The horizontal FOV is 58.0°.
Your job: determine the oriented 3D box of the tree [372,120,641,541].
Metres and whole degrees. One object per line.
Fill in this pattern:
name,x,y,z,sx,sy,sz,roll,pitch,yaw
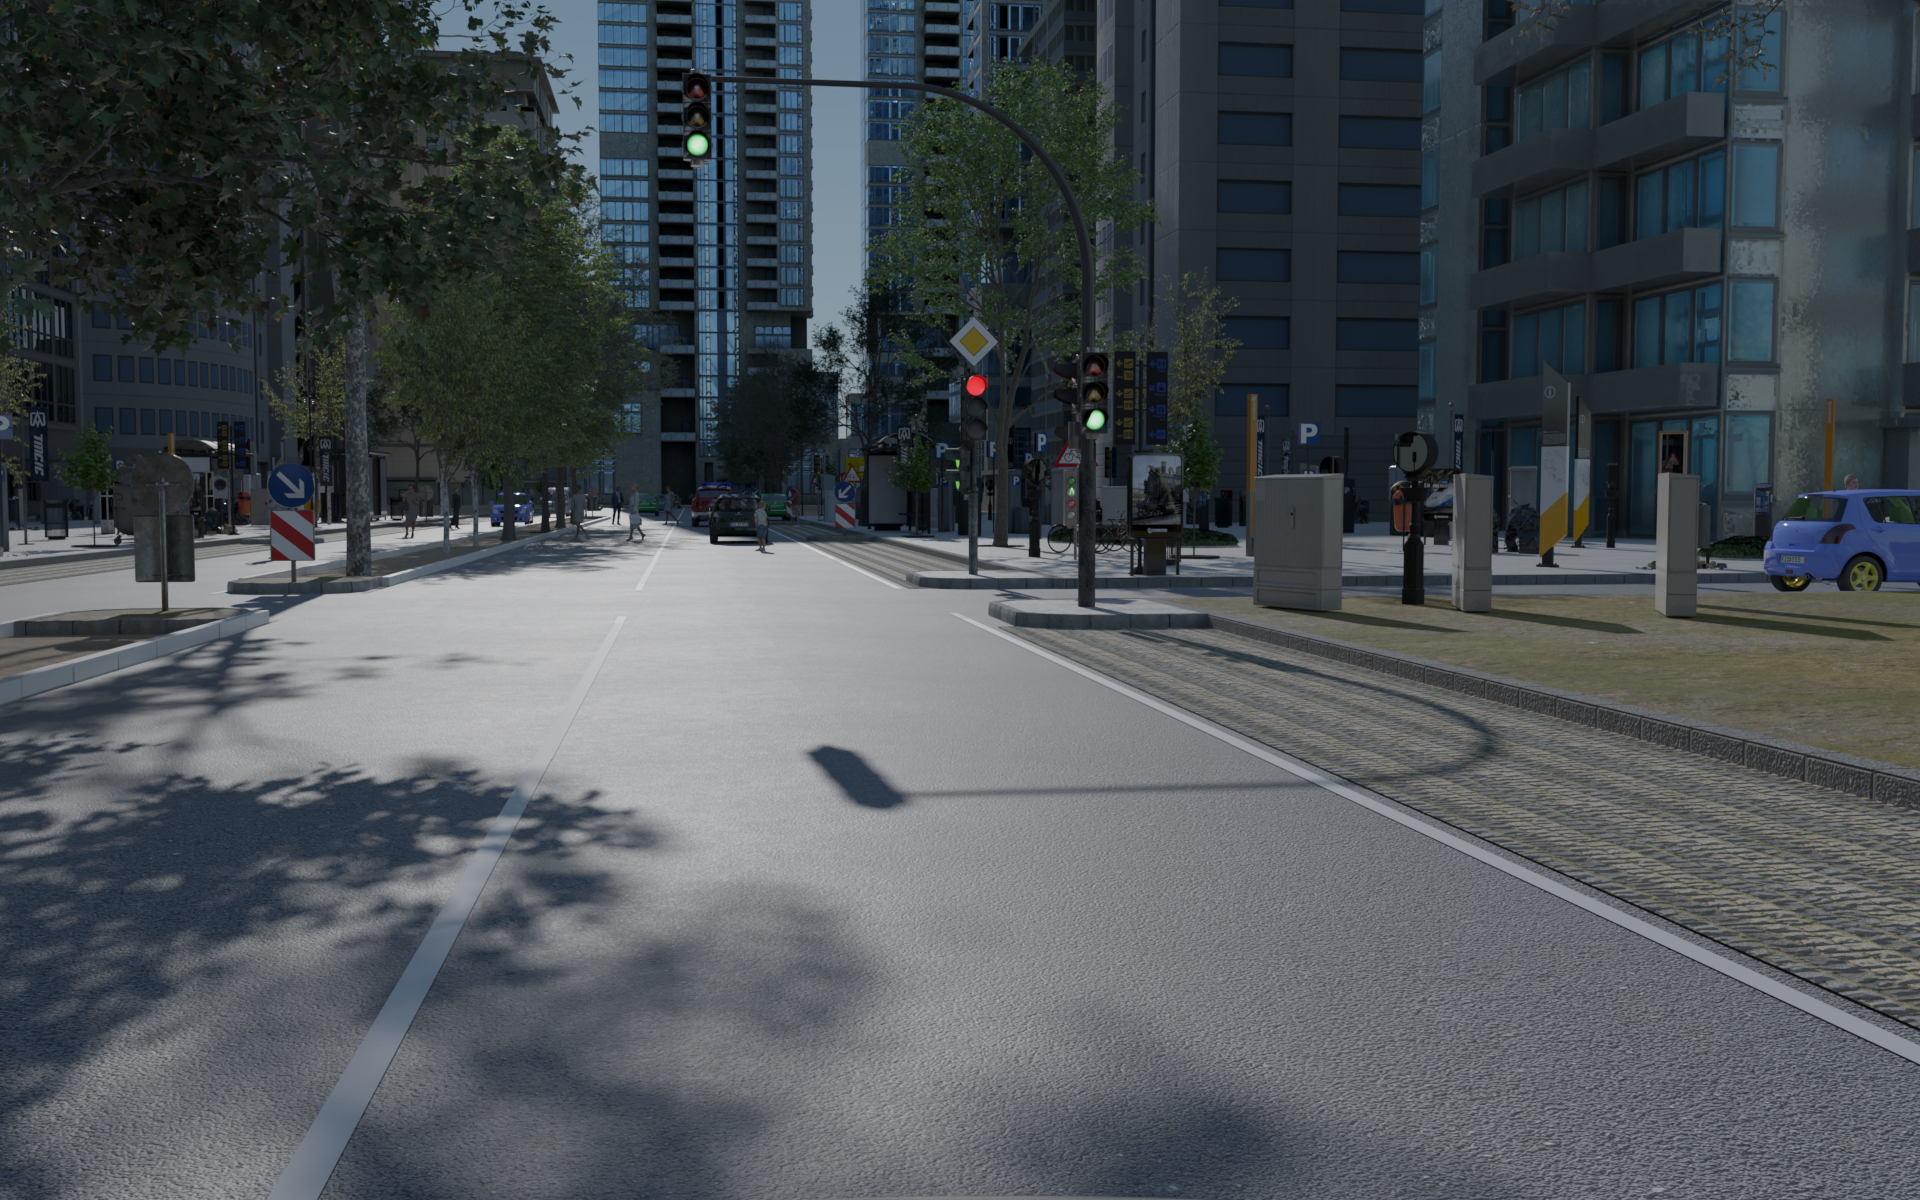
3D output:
tree,-13.958,-8.097,52.966,7.486,12.596,7.792,0,3,0

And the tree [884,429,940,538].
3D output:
tree,-1.176,-3.472,51.375,1.663,3.219,1.824,0,3,0

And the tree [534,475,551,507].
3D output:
tree,-42.076,-11.015,174.697,1.663,3.219,1.824,0,3,0

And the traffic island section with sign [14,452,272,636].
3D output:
traffic island section with sign,-8.664,-0.630,18.441,2.006,1.907,1.989,-1,4,-9

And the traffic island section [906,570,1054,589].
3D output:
traffic island section,0.234,-0.328,27.648,2.009,0.180,2.903,-1,4,-9

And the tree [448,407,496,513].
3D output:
tree,-33.475,-10.324,119.159,4.360,8.622,3.978,0,3,0

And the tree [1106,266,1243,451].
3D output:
tree,6.997,-6.445,55.736,4.360,8.622,3.978,0,3,0

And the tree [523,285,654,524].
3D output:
tree,-18.502,-9.472,83.087,9.928,11.665,9.643,0,3,0

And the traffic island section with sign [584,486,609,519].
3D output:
traffic island section with sign,-21.272,-5.620,100.022,2.006,1.907,1.989,-1,4,-9

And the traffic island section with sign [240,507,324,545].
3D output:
traffic island section with sign,-19.475,-2.525,49.915,1.989,1.847,2.006,-1,4,-9

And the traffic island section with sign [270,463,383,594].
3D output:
traffic island section with sign,-9.786,-1.078,25.763,2.006,1.907,1.989,-1,4,-9

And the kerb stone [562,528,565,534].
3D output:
kerb stone,-14.288,-2.413,61.751,0.120,0.150,1.000,-1,4,-9

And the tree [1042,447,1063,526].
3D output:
tree,4.155,-4.642,70.493,1.663,3.219,1.824,0,3,0

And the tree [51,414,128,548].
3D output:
tree,-20.902,-2.897,41.968,1.663,3.219,1.824,0,3,0

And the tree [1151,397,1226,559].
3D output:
tree,4.733,-2.454,34.727,1.663,3.219,1.824,0,3,0

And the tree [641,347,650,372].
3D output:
tree,-17.039,-9.335,73.218,7.486,12.596,7.792,0,3,0

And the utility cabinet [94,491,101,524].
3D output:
utility cabinet,-36.833,-4.029,74.546,0.318,1.500,1.173,0,4,6

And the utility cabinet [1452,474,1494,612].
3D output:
utility cabinet,5.677,-0.641,19.167,0.318,1.500,1.173,1,4,10

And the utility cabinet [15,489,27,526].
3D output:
utility cabinet,-37.704,-3.722,69.528,0.318,1.500,1.173,-2,4,-34

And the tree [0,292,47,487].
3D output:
tree,-31.558,-6.458,55.953,4.360,8.622,3.978,0,3,0

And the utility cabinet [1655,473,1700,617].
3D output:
utility cabinet,7.618,-0.593,18.381,0.318,1.500,1.173,1,4,17

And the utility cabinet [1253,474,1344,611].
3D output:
utility cabinet,3.738,-0.646,19.243,0.318,1.500,1.173,-2,4,-28

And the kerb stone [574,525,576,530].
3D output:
kerb stone,-15.234,-2.791,67.845,0.120,0.150,1.000,-1,4,-9

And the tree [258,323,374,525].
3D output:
tree,-26.674,-7.462,72.365,4.360,8.622,3.978,0,3,0

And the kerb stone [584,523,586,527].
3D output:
kerb stone,-16.175,-3.164,73.935,0.120,0.150,1.000,-1,4,-9

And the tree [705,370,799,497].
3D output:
tree,-20.426,-16.350,173.977,9.857,13.997,8.962,0,3,0

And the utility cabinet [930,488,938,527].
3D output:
utility cabinet,-0.892,-3.490,65.735,1.173,1.500,0.318,1,4,21

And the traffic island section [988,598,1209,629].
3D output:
traffic island section,1.453,0.154,19.756,2.009,0.180,2.903,-1,4,-9

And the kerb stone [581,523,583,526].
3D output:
kerb stone,-15.861,-3.041,71.912,0.120,0.150,1.000,-1,4,-9

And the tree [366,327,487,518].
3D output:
tree,-28.456,-9.588,91.176,7.601,10.594,8.767,0,4,-7

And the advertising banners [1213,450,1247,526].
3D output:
advertising banners,10.595,-4.430,68.617,2.074,3.025,0.090,-1,4,-9

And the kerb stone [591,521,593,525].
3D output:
kerb stone,-16.961,-3.472,79.004,0.120,0.150,1.000,-1,4,-9

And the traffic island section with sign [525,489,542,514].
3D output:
traffic island section with sign,-31.196,-7.165,125.777,1.989,1.847,2.006,-1,4,-9

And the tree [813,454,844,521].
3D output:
tree,-6.292,-5.452,83.743,1.663,3.219,1.824,0,3,0

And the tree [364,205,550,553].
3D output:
tree,-12.267,-5.403,41.163,4.737,8.622,4.395,0,3,0

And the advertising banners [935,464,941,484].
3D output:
advertising banners,-0.754,-6.386,100.605,0.090,3.025,2.074,3,5,44

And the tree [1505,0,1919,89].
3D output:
tree,5.609,-5.955,7.733,12.009,13.543,11.850,0,3,0

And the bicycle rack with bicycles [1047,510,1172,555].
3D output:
bicycle rack with bicycles,3.344,-1.479,37.559,2.925,0.926,2.852,0,4,-6

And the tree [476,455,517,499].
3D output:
tree,-36.387,-9.330,136.260,4.285,4.588,4.351,0,3,0

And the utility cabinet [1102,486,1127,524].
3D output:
utility cabinet,4.685,-2.576,50.804,0.318,1.500,1.173,-3,4,-37

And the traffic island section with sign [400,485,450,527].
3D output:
traffic island section with sign,-23.601,-4.154,76.553,1.989,1.847,2.006,-1,4,-9

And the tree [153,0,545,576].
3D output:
tree,-11.808,-10.513,30.241,12.611,20.169,13.585,0,3,0

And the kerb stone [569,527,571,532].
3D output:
kerb stone,-14.763,-2.606,64.796,0.120,0.150,1.000,-1,4,-9

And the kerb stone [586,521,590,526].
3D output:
kerb stone,-16.648,-3.350,76.970,0.120,0.150,1.000,-1,4,-9

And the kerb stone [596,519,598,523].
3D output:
kerb stone,-17.581,-3.723,83.065,0.120,0.150,1.000,-1,4,-9

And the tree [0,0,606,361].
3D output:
tree,-7.560,-5.677,12.279,9.611,12.733,9.660,0,3,0

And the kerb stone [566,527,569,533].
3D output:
kerb stone,-14.602,-2.544,63.786,0.120,0.150,1.000,-1,4,-9

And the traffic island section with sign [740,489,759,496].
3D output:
traffic island section with sign,-15.308,-7.314,128.214,1.989,1.847,2.006,-1,4,-9

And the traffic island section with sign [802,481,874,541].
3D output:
traffic island section with sign,-3.707,-2.725,53.174,1.989,1.847,2.006,-1,4,-9

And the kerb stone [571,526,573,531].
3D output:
kerb stone,-14.915,-2.668,65.811,0.120,0.150,1.000,-1,4,-9

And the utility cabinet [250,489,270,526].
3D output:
utility cabinet,-27.689,-3.693,69.060,1.173,1.500,0.318,1,4,18

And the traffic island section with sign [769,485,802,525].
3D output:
traffic island section with sign,-7.882,-4.373,80.130,1.989,1.847,2.006,-1,4,-9

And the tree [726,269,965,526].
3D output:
tree,-3.725,-8.261,69.474,7.601,10.594,8.767,3,4,37

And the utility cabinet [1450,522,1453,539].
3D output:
utility cabinet,14.332,-2.329,49.233,0.306,1.237,1.020,-2,4,-27

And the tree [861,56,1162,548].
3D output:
tree,1.088,-7.086,41.613,9.928,11.665,9.643,0,3,0
